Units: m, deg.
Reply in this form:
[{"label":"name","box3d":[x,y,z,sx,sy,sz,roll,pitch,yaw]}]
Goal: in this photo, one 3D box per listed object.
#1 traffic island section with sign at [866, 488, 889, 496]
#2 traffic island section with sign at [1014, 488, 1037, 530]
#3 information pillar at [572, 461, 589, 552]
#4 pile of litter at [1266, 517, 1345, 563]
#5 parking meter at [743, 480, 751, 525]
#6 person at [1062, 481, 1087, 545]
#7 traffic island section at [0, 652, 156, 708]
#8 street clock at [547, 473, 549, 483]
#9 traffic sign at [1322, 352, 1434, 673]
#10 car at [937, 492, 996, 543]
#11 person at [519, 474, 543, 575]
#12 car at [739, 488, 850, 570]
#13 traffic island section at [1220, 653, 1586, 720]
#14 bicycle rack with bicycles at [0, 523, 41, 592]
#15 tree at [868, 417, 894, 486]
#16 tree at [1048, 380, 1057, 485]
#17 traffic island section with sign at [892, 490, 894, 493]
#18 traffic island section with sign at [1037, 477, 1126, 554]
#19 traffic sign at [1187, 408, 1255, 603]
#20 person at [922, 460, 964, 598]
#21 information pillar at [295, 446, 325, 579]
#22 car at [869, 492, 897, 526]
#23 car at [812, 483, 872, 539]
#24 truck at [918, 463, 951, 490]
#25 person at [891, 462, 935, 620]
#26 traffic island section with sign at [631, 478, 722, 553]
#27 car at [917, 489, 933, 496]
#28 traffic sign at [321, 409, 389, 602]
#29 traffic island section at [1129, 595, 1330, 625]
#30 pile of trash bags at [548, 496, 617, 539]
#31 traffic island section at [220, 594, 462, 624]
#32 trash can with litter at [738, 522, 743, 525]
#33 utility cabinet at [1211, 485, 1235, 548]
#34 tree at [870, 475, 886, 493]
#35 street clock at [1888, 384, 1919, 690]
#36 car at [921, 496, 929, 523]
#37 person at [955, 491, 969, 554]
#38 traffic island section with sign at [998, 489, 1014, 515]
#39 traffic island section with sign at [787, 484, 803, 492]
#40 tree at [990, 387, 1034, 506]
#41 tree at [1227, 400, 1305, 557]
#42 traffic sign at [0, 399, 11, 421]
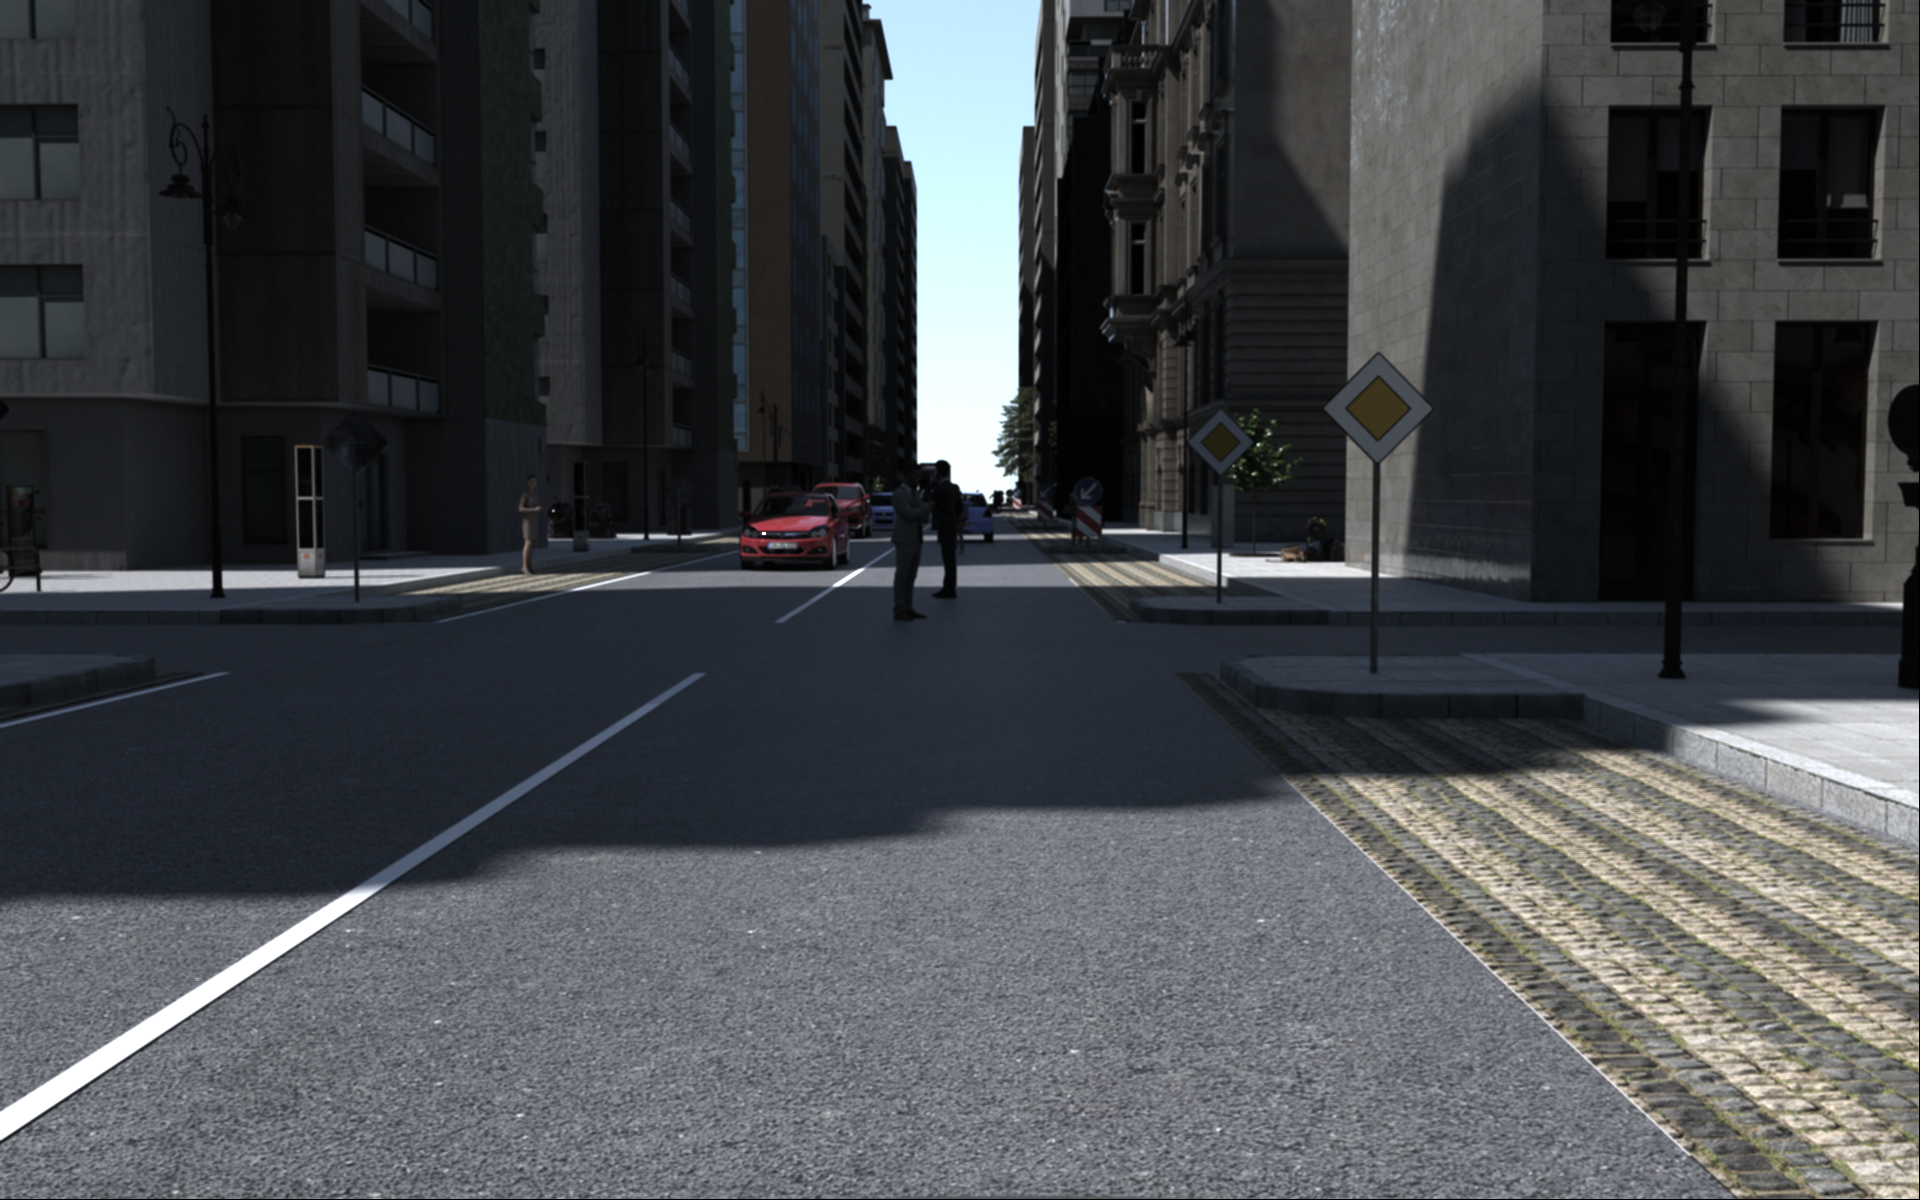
[{"label":"traffic island section with sign","box3d":[-6.117,-6.778,119.444,1.989,1.847,2.006,0,4,1]},{"label":"traffic island section with sign","box3d":[3.278,-3.722,69.486,1.989,1.847,2.006,0,4,1]},{"label":"information pillar","box3d":[-8.452,-2.086,38.605,0.304,2.012,0.304,0,4,1]},{"label":"pile of litter","box3d":[6.605,-1.160,32.936,1.719,0.858,1.176,0,4,-4]},{"label":"parking meter","box3d":[-8.607,-3.929,69.942,0.255,1.863,0.399,0,4,8]},{"label":"person","box3d":[3.057,-2.255,45.719,0.716,1.782,0.532,0,4,5]},{"label":"traffic island section","box3d":[-7.253,0.595,12.549,2.009,0.180,2.903,0,4,1]},{"label":"street clock","box3d":[-12.660,-2.922,52.344,0.471,2.002,0.358,0,4,-1]},{"label":"traffic sign","box3d":[2.964,-0.533,12.358,0.795,2.450,0.064,0,4,1]},{"label":"car","box3d":[0.141,-2.626,52.523,1.945,1.707,3.694,0,4,-1]},{"label":"person","box3d":[-7.591,-1.335,30.672,0.374,1.781,0.599,1,4,18]},{"label":"car","box3d":[-3.215,-1.535,34.135,2.155,1.783,4.494,0,4,2]},{"label":"traffic island section","box3d":[2.988,0.602,12.435,2.009,0.180,2.903,0,4,1]},{"label":"bicycle rack with bicycles","box3d":[-13.296,-0.523,21.933,2.852,0.926,2.925,1,4,9]},{"label":"tree","box3d":[-8.623,-13.205,166.263,4.737,8.622,4.395,0,3,0]},{"label":"tree","box3d":[7.126,-9.435,104.625,4.737,8.622,4.395,0,3,0]},{"label":"traffic island section with sign","box3d":[-5.816,-8.471,147.133,1.989,1.847,2.006,0,4,1]},{"label":"traffic island section with sign","box3d":[2.971,-2.049,42.132,1.989,1.847,2.006,0,4,1]},{"label":"traffic sign","box3d":[3.049,-1.021,20.342,0.795,2.450,0.064,0,4,1]},{"label":"person","box3d":[-0.249,-0.981,23.906,0.474,1.900,0.648,1,4,16]},{"label":"information pillar","box3d":[-9.895,-1.339,26.377,0.304,2.012,0.304,0,4,6]},{"label":"car","box3d":[-2.967,-3.654,69.337,1.945,1.707,3.694,0,3,0]},{"label":"car","box3d":[-4.036,-2.966,57.169,2.281,1.827,5.304,0,4,1]},{"label":"truck","box3d":[-2.309,-10.330,157.801,2.839,4.237,11.283,0,4,2]},{"label":"person","box3d":[-0.527,-0.677,19.751,0.466,1.800,0.511,1,4,13]},{"label":"traffic island section with sign","box3d":[-6.938,-2.080,42.639,1.989,1.847,2.006,0,4,1]},{"label":"car","box3d":[-2.931,-8.302,144.403,2.281,1.827,5.304,0,4,1]},{"label":"traffic sign","box3d":[-7.144,-1.029,20.471,0.795,2.450,0.064,0,4,1]},{"label":"traffic island section","box3d":[3.073,0.114,20.419,2.009,0.180,2.903,0,4,1]},{"label":"pile of trash bags","box3d":[-11.611,-2.475,50.222,3.447,1.369,1.912,0,4,7]},{"label":"traffic island section","box3d":[-7.168,0.107,20.533,2.009,0.180,2.903,0,4,1]},{"label":"trash can with litter","box3d":[-9.410,-3.701,71.562,1.678,1.210,2.233,-1,4,-16]},{"label":"utility cabinet","box3d":[6.272,-2.000,41.384,0.318,1.500,1.173,1,4,21]},{"label":"tree","box3d":[-8.102,-10.875,172.406,1.663,3.219,1.824,0,3,0]},{"label":"street clock","box3d":[6.353,-0.417,11.393,0.471,2.002,0.358,-1,4,-18]},{"label":"car","box3d":[-2.537,-4.583,87.286,2.083,1.381,4.827,0,4,1]},{"label":"person","box3d":[-0.037,-1.872,41.710,0.523,1.515,0.503,0,4,6]},{"label":"traffic island section with sign","box3d":[3.814,-6.797,119.759,1.989,1.847,2.006,0,4,1]},{"label":"traffic island section with sign","box3d":[-6.654,-3.757,70.050,1.989,1.847,2.006,0,4,1]},{"label":"tree","box3d":[7.025,-16.203,183.051,7.486,12.596,7.792,0,3,0]},{"label":"tree","box3d":[5.972,-2.506,35.580,1.663,3.219,1.824,0,3,0]},{"label":"traffic sign","box3d":[-7.229,-0.541,12.487,0.795,2.450,0.064,0,4,1]}]
